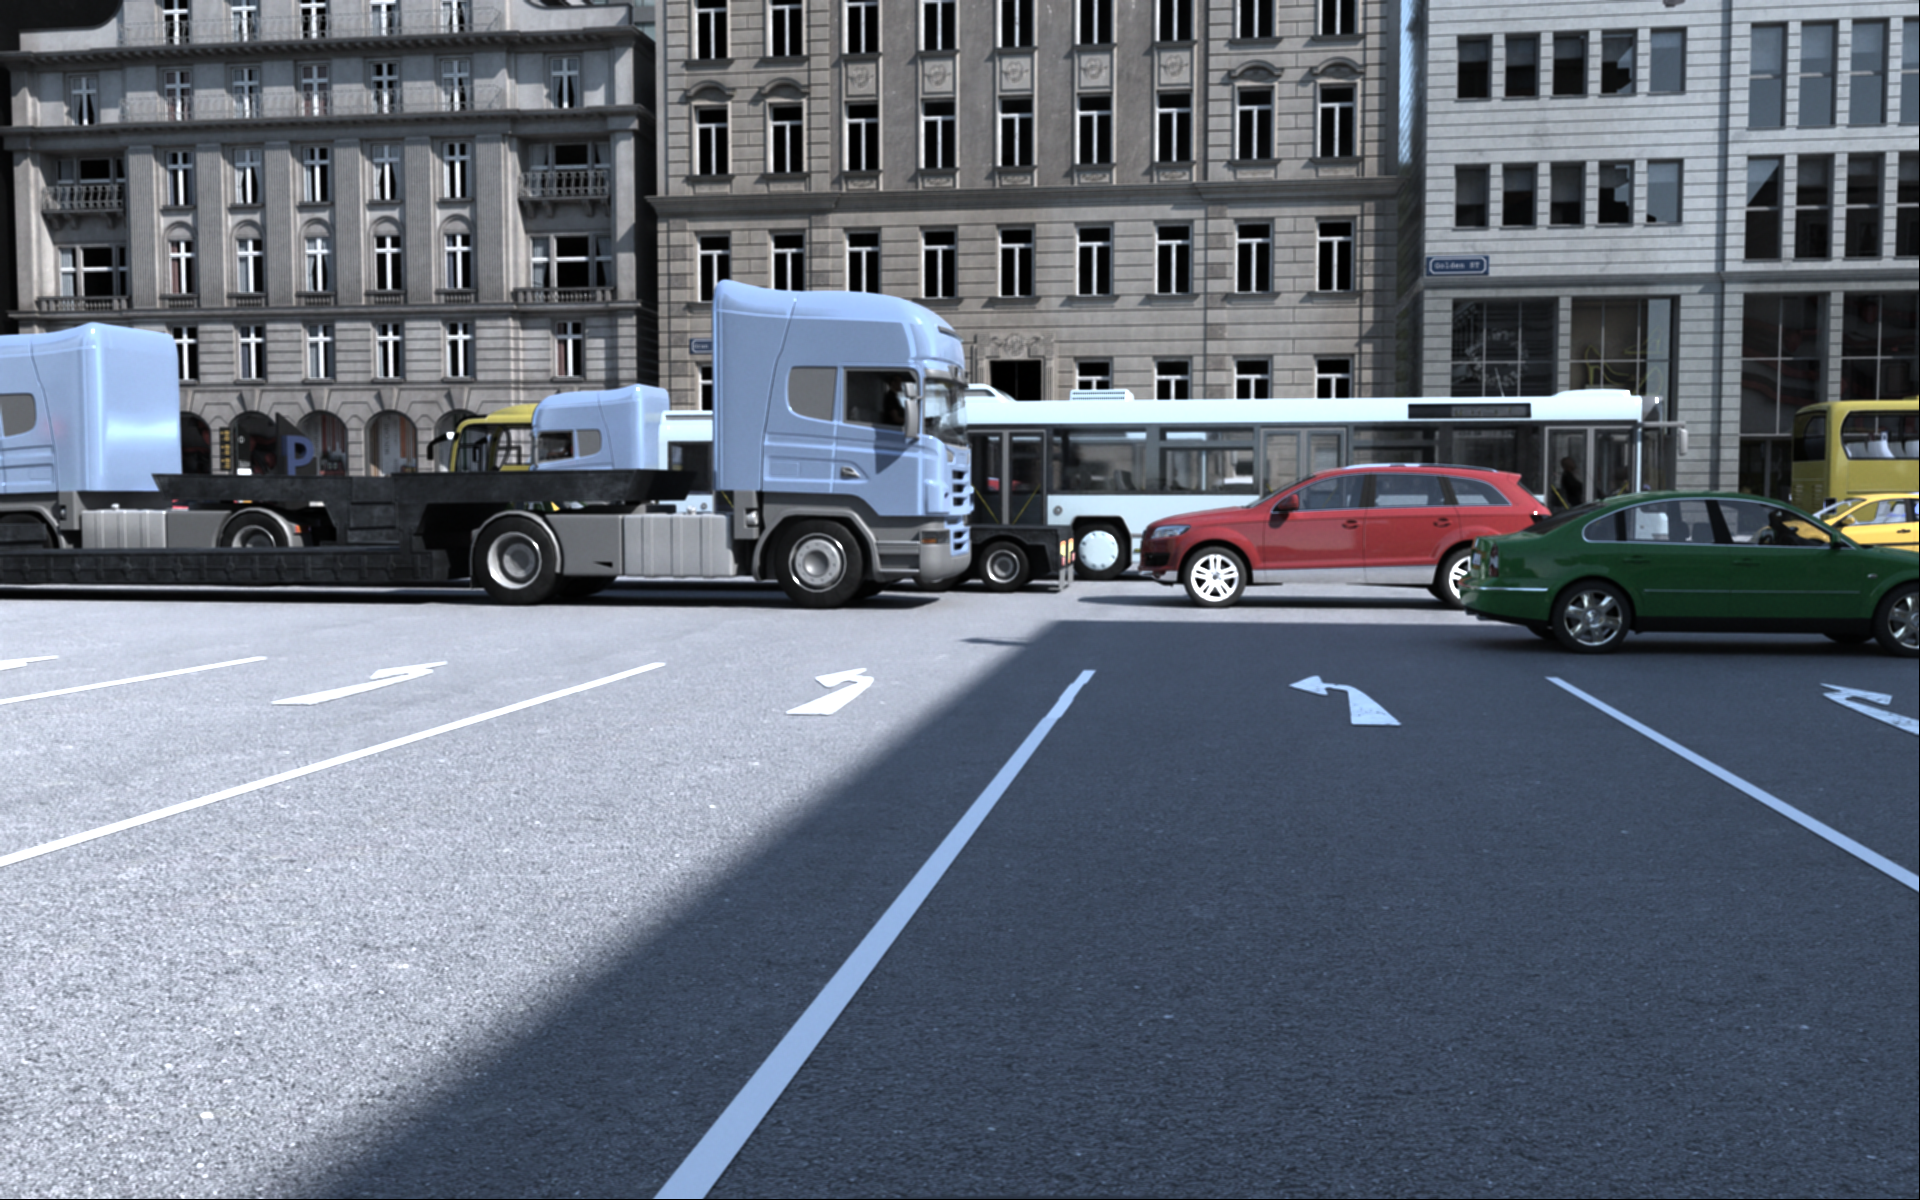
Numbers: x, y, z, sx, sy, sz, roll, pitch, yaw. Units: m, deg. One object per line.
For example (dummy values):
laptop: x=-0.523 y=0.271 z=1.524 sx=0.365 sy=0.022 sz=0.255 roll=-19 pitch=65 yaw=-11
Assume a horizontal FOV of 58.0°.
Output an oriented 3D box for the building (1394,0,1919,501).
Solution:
building: x=29.678 y=-17.036 z=56.038 sx=29.804 sy=29.767 sz=11.434 roll=1 pitch=4 yaw=9

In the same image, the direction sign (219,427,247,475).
direction sign: x=-24.651 y=-4.090 z=58.862 sx=0.876 sy=3.537 sz=0.379 roll=-2 pitch=4 yaw=-24

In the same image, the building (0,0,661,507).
building: x=-21.552 y=-13.717 z=66.077 sx=24.055 sy=21.916 sz=13.314 roll=1 pitch=4 yaw=9

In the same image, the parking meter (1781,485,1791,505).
parking meter: x=24.426 y=-2.613 z=51.125 sx=0.372 sy=1.533 sz=0.369 roll=0 pitch=3 yaw=0

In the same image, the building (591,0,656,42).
building: x=-21.214 y=-26.874 z=122.986 sx=14.154 sy=41.232 sz=14.086 roll=1 pitch=4 yaw=9

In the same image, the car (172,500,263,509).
car: x=-21.908 y=-2.634 z=52.100 sx=4.494 sy=1.783 sz=2.155 roll=0 pitch=4 yaw=8

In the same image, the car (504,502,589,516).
car: x=-7.882 y=-1.458 z=33.423 sx=3.694 sy=1.707 sz=1.945 roll=1 pitch=4 yaw=10

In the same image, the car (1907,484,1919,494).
car: x=21.797 y=-1.682 z=37.099 sx=3.694 sy=1.707 sz=1.945 roll=1 pitch=4 yaw=9

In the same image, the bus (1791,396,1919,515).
bus: x=25.861 y=-2.938 z=39.582 sx=12.252 sy=3.916 sz=2.896 roll=1 pitch=4 yaw=8

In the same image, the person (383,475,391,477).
person: x=-11.862 y=-1.704 z=36.271 sx=0.656 sy=1.842 sz=0.836 roll=2 pitch=4 yaw=35

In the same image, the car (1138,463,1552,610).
car: x=4.964 y=-0.839 z=22.394 sx=5.304 sy=1.827 sz=2.281 roll=1 pitch=4 yaw=8

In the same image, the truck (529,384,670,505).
truck: x=-1.926 y=-3.216 z=42.346 sx=18.799 sy=4.110 sz=2.967 roll=1 pitch=4 yaw=9

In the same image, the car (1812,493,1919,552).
car: x=16.646 y=-1.322 z=31.839 sx=3.980 sy=1.641 sz=2.015 roll=0 pitch=4 yaw=8

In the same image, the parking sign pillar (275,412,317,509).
parking sign pillar: x=-22.095 y=-4.236 z=57.731 sx=1.447 sy=3.967 sz=1.447 roll=2 pitch=4 yaw=30

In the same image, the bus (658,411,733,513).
bus: x=0.110 y=-2.656 z=38.278 sx=13.247 sy=3.499 sz=2.948 roll=1 pitch=4 yaw=8

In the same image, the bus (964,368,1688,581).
bus: x=5.589 y=-2.090 z=29.028 sx=13.247 sy=3.499 sz=2.948 roll=1 pitch=4 yaw=9

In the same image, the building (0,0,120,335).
building: x=-41.558 y=-14.550 z=67.574 sx=15.834 sy=23.373 sz=12.332 roll=1 pitch=4 yaw=9

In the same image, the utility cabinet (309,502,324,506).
utility cabinet: x=-20.885 y=-2.947 z=56.856 sx=0.318 sy=1.500 sz=1.173 roll=1 pitch=4 yaw=11

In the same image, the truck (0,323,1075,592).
truck: x=-7.652 y=-2.297 z=27.311 sx=18.799 sy=4.110 sz=2.967 roll=1 pitch=4 yaw=8

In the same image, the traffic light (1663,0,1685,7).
traffic light: x=7.325 y=-2.303 z=12.329 sx=4.771 sy=5.953 sz=1.251 roll=1 pitch=4 yaw=9

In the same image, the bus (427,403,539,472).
bus: x=-7.994 y=-3.375 z=46.730 sx=12.252 sy=3.916 sz=2.896 roll=1 pitch=4 yaw=10

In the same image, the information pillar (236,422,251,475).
information pillar: x=-23.459 y=-3.998 z=56.721 sx=0.183 sy=3.616 sz=0.504 roll=2 pitch=4 yaw=32

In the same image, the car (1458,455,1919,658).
car: x=7.099 y=-0.446 z=16.090 sx=4.718 sy=1.807 sz=1.959 roll=0 pitch=4 yaw=8

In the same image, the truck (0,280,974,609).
truck: x=-8.534 y=-2.077 z=23.716 sx=18.799 sy=4.110 sz=2.967 roll=1 pitch=4 yaw=10

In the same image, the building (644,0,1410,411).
building: x=2.645 y=-16.156 z=61.409 sx=25.104 sy=27.353 sz=12.463 roll=1 pitch=4 yaw=9
